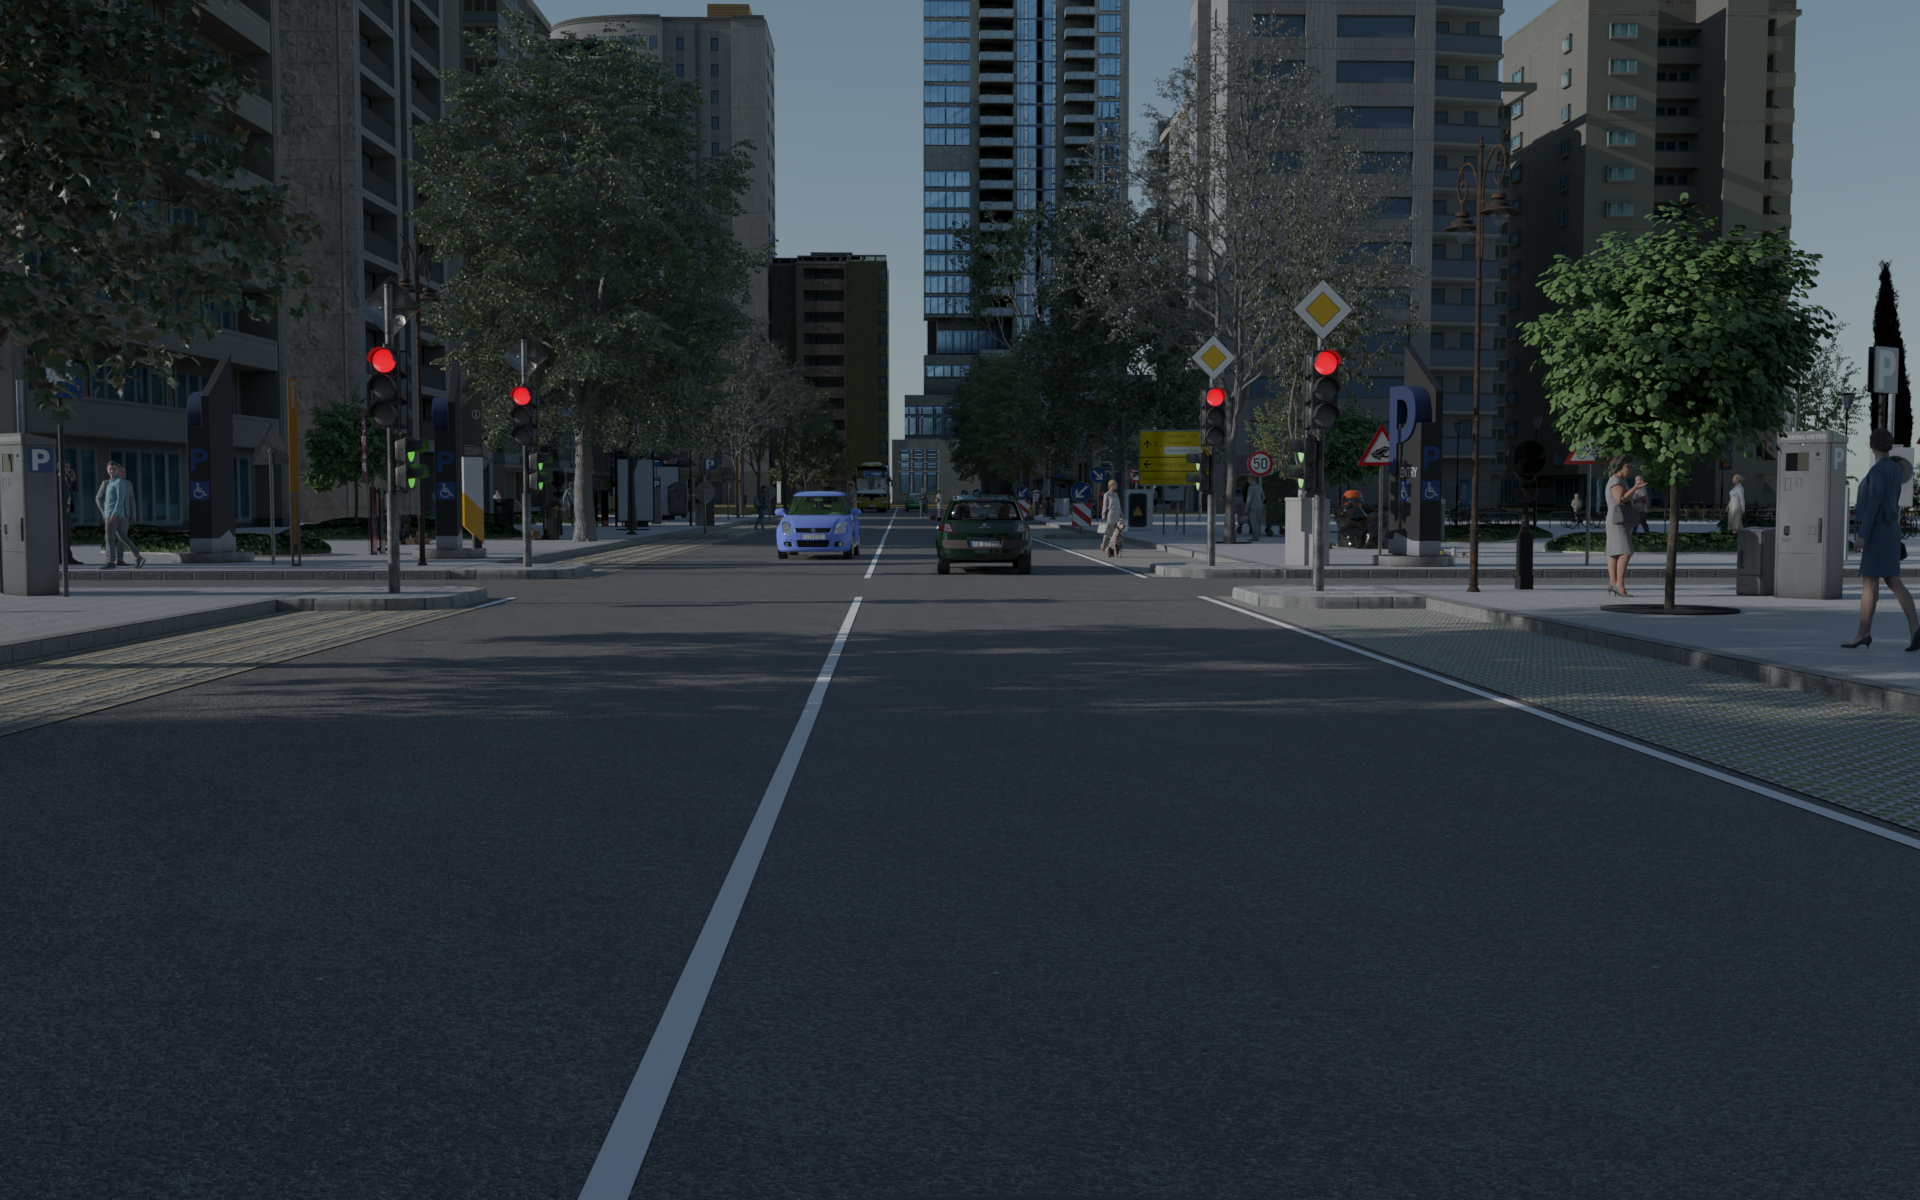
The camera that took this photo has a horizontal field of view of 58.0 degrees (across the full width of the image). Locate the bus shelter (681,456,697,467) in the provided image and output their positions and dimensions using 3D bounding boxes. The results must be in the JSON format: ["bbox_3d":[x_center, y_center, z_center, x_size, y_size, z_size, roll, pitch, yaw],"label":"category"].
[{"bbox_3d":[-14.667,-5.743,87.828,2.014,3.302,5.546,0,4,-2],"label":"bus shelter"}]

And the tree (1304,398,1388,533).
[{"bbox_3d":[12.862,-4.525,57.693,4.285,4.588,4.351,0,3,0],"label":"tree"}]

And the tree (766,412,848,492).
[{"bbox_3d":[-15.198,-14.507,171.597,8.767,10.594,7.601,0,4,-7],"label":"tree"}]

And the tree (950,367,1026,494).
[{"bbox_3d":[3.094,-13.232,142.093,9.928,11.665,9.643,0,3,0],"label":"tree"}]

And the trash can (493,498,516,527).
[{"bbox_3d":[-14.754,-2.715,56.052,0.748,1.137,0.748,0,3,0],"label":"trash can"}]

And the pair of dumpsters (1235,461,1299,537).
[{"bbox_3d":[9.578,-3.124,53.565,1.574,2.255,4.437,0,4,-2],"label":"pair of dumpsters"}]

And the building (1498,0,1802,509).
[{"bbox_3d":[63.445,-32.715,158.599,21.600,48.544,21.300,0,4,-2],"label":"building"}]

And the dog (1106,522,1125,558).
[{"bbox_3d":[3.547,-1.353,38.958,0.513,0.831,0.800,1,4,18],"label":"dog"}]

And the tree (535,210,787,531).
[{"bbox_3d":[-11.497,-8.283,61.179,9.928,11.665,9.643,0,3,0],"label":"tree"}]

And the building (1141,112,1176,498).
[{"bbox_3d":[37.797,-36.493,216.269,30.456,49.044,23.786,0,4,-2],"label":"building"}]

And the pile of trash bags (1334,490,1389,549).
[{"bbox_3d":[9.979,-1.968,41.934,1.912,1.369,3.447,0,4,-8],"label":"pile of trash bags"}]

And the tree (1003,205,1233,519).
[{"bbox_3d":[6.338,-9.253,68.291,9.611,12.733,9.660,0,3,0],"label":"tree"}]

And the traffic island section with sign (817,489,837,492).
[{"bbox_3d":[-10.643,-7.575,132.482,1.989,1.847,2.006,0,4,-2],"label":"traffic island section with sign"}]

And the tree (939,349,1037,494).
[{"bbox_3d":[3.059,-14.999,151.889,9.857,13.997,8.962,0,3,0],"label":"tree"}]

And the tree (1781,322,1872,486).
[{"bbox_3d":[34.581,-7.313,69.927,4.737,8.622,4.395,0,3,0],"label":"tree"}]

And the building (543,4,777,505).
[{"bbox_3d":[-36.880,-40.991,212.197,28.212,58.520,21.231,0,4,-2],"label":"building"}]

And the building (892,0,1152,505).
[{"bbox_3d":[7.120,-55.070,213.073,31.000,86.520,22.319,0,4,-2],"label":"building"}]

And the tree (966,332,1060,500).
[{"bbox_3d":[4.244,-12.412,121.060,7.486,12.596,7.792,0,3,0],"label":"tree"}]

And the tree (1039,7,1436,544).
[{"bbox_3d":[7.029,-8.187,44.226,12.009,13.543,11.850,0,3,0],"label":"tree"}]

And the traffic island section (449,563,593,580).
[{"bbox_3d":[-7.634,-0.503,30.507,2.009,0.180,2.903,0,4,-2],"label":"traffic island section"}]

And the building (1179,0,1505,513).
[{"bbox_3d":[27.868,-35.959,129.937,21.231,58.520,28.212,0,4,-2],"label":"building"}]

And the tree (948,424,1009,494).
[{"bbox_3d":[2.491,-14.341,168.886,7.601,10.594,8.767,-1,4,-16],"label":"tree"}]

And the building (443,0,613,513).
[{"bbox_3d":[-43.959,-27.412,140.066,32.217,40.220,23.993,0,4,-2],"label":"building"}]

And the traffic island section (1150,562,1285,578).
[{"bbox_3d":[4.501,-0.527,30.897,2.009,0.180,2.903,0,4,-2],"label":"traffic island section"}]

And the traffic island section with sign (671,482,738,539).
[{"bbox_3d":[-8.120,-2.853,55.272,1.989,1.847,2.006,0,4,-2],"label":"traffic island section with sign"}]

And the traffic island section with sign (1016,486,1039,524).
[{"bbox_3d":[2.826,-4.513,82.423,1.989,1.847,2.006,0,4,-2],"label":"traffic island section with sign"}]

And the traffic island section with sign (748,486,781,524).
[{"bbox_3d":[-8.995,-4.501,82.213,1.989,1.847,2.006,0,4,-2],"label":"traffic island section with sign"}]

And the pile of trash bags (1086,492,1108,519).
[{"bbox_3d":[8.276,-5.541,100.351,1.912,1.369,3.447,1,4,22],"label":"pile of trash bags"}]

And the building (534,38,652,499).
[{"bbox_3d":[-36.002,-29.080,159.058,14.086,41.232,14.154,0,4,-2],"label":"building"}]

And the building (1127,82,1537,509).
[{"bbox_3d":[31.965,-28.429,156.696,32.217,40.220,23.993,0,4,-2],"label":"building"}]

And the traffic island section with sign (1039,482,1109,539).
[{"bbox_3d":[3.702,-2.866,55.482,1.989,1.847,2.006,0,4,-2],"label":"traffic island section with sign"}]

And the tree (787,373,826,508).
[{"bbox_3d":[-14.325,-13.157,140.871,9.928,11.665,9.643,0,3,0],"label":"tree"}]

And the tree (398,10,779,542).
[{"bbox_3d":[-10.077,-8.563,46.653,9.857,13.997,8.962,0,3,0],"label":"tree"}]

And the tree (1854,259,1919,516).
[{"bbox_3d":[56.456,-11.820,95.072,13.155,14.587,18.604,-2,4,-30],"label":"tree"}]

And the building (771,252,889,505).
[{"bbox_3d":[-15.602,-26.794,209.787,14.107,30.474,14.160,0,4,-2],"label":"building"}]

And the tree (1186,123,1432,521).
[{"bbox_3d":[7.235,-5.209,35.534,4.360,8.622,3.978,0,3,0],"label":"tree"}]

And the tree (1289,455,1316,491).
[{"bbox_3d":[14.065,-4.755,72.346,1.663,3.219,1.824,0,3,0],"label":"tree"}]

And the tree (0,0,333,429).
[{"bbox_3d":[-10.044,-5.909,13.616,9.611,12.733,9.660,0,3,0],"label":"tree"}]

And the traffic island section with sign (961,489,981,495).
[{"bbox_3d":[1.173,-7.582,132.597,1.989,1.847,2.006,0,4,-2],"label":"traffic island section with sign"}]

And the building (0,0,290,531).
[{"bbox_3d":[-36.543,-26.416,55.601,21.300,48.544,21.600,0,4,-2],"label":"building"}]

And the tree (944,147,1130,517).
[{"bbox_3d":[5.014,-14.708,96.358,12.611,20.169,13.585,0,3,0],"label":"tree"}]

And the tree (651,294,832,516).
[{"bbox_3d":[-13.262,-11.814,103.529,12.009,13.543,11.850,0,3,0],"label":"tree"}]

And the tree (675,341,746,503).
[{"bbox_3d":[-11.399,-7.774,77.466,4.360,8.622,3.978,0,3,0],"label":"tree"}]

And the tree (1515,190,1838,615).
[{"bbox_3d":[7.715,-2.149,18.856,4.285,4.588,4.351,0,3,0],"label":"tree"}]

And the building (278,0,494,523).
[{"bbox_3d":[-34.556,-39.498,84.041,20.563,71.187,20.611,0,4,-2],"label":"building"}]

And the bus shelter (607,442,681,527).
[{"bbox_3d":[-12.693,-4.624,69.523,2.014,3.302,5.546,0,4,-2],"label":"bus shelter"}]

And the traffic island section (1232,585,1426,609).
[{"bbox_3d":[4.762,-0.039,22.916,2.009,0.180,2.903,0,4,-2],"label":"traffic island section"}]

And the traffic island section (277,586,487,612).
[{"bbox_3d":[-7.373,-0.015,22.526,2.009,0.180,2.903,0,4,-2],"label":"traffic island section"}]

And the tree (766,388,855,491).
[{"bbox_3d":[-15.750,-16.254,182.768,9.611,12.733,9.660,0,3,0],"label":"tree"}]

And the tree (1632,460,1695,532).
[{"bbox_3d":[19.837,-3.326,48.979,1.663,3.219,1.824,0,3,0],"label":"tree"}]
